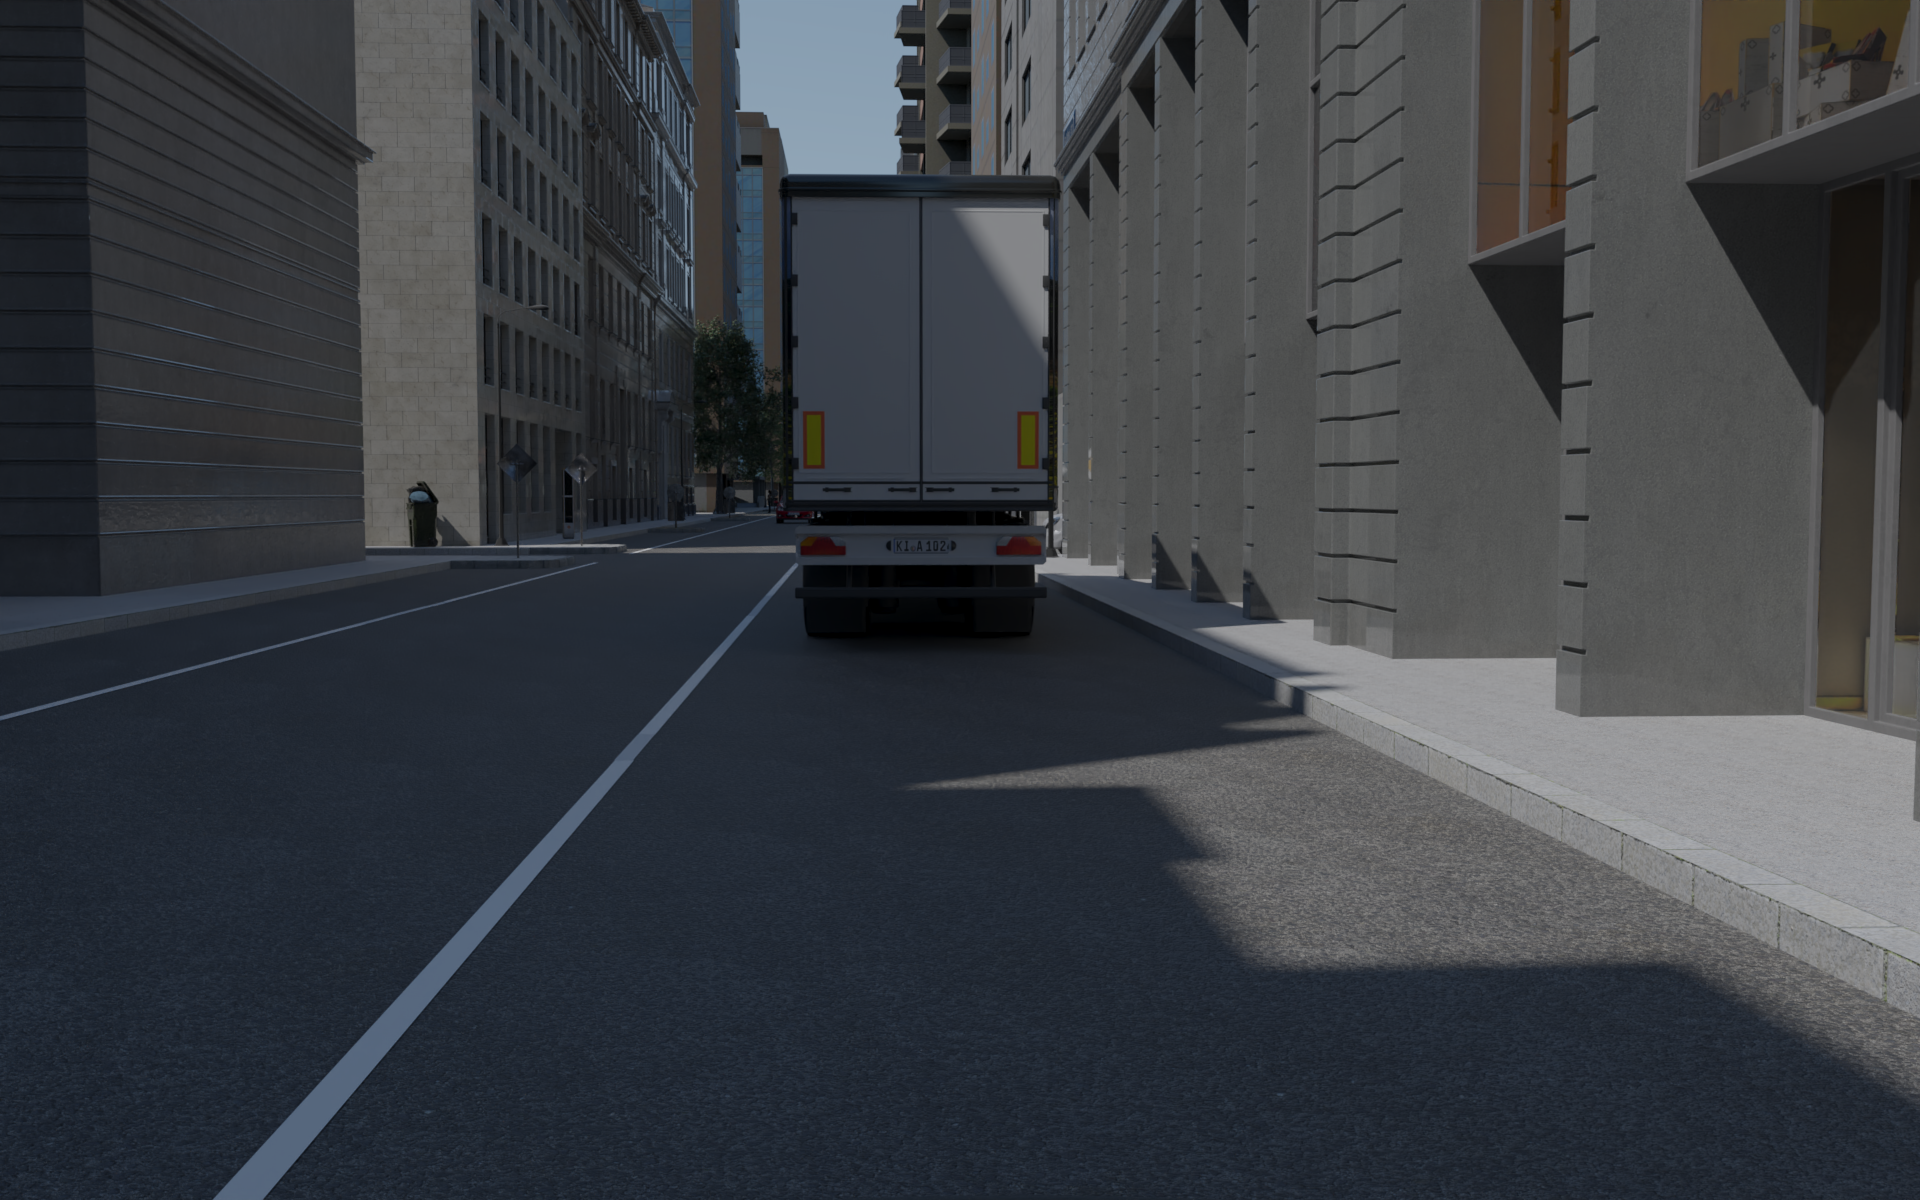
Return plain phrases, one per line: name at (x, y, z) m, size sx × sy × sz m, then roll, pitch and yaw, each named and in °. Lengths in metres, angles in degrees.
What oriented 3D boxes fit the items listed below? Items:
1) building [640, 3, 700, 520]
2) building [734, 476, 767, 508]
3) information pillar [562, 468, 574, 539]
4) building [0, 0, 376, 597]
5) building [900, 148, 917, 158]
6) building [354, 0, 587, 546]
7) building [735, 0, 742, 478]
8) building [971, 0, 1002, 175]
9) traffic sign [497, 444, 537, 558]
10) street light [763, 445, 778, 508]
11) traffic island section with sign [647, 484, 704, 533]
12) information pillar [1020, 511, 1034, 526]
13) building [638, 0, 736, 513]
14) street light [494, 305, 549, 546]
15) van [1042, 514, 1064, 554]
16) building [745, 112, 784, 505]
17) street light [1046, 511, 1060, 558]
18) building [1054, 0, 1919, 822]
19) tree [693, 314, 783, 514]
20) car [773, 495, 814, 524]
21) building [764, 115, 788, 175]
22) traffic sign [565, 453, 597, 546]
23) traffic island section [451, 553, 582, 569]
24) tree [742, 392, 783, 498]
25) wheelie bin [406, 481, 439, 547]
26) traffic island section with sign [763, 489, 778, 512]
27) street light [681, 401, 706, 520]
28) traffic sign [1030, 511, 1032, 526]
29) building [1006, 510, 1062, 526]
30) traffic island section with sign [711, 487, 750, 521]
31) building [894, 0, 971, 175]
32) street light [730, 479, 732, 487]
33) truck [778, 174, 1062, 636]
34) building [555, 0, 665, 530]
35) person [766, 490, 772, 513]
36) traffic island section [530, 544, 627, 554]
building at (-21.544, -18.812, 93.483) m, size 13.634 × 28.700 × 20.117 m, roll 0°, pitch 4°, yaw -3°
building at (-35.629, -29.230, 169.790) m, size 32.217 × 40.220 × 23.993 m, roll 0°, pitch 4°, yaw -3°
information pillar at (-11.229, -2.759, 49.609) m, size 0.304 × 2.012 × 0.304 m, roll -1°, pitch 4°, yaw -20°
building at (-22.642, -11.280, 26.231) m, size 24.055 × 21.916 × 13.314 m, roll 0°, pitch 4°, yaw -3°
building at (3.432, -36.651, 218.846) m, size 23.786 × 49.044 × 30.456 m, roll 0°, pitch 4°, yaw -3°
building at (-17.492, -11.949, 50.115) m, size 10.420 × 20.320 × 16.860 m, roll 0°, pitch 4°, yaw -3°
building at (-32.323, -33.906, 143.605) m, size 28.713 × 52.752 × 27.495 m, roll 0°, pitch 4°, yaw -3°
building at (7.821, -25.779, 71.603) m, size 14.600 × 45.320 × 14.200 m, roll 0°, pitch 4°, yaw -3°
traffic sign at (-8.841, -1.893, 34.598) m, size 0.795 × 2.450 × 0.064 m, roll 0°, pitch 4°, yaw -3°
street light at (-17.878, -11.693, 163.715) m, size 1.470 × 5.913 × 1.316 m, roll 0°, pitch 4°, yaw -3°
traffic island section with sign at (-10.659, -3.456, 65.129) m, size 1.989 × 1.847 × 2.006 m, roll 0°, pitch 4°, yaw -3°
information pillar at (1.636, -2.317, 42.369) m, size 0.304 × 2.012 × 0.304 m, roll 1°, pitch 4°, yaw 16°
building at (-23.375, -28.954, 123.508) m, size 14.600 × 45.320 × 14.200 m, roll 0°, pitch 4°, yaw -3°
street light at (-10.791, -4.290, 42.678) m, size 1.470 × 5.913 × 1.316 m, roll 0°, pitch 4°, yaw -3°
van at (3.802, -1.920, 38.411) m, size 4.112 × 2.044 × 2.013 m, roll 0°, pitch 4°, yaw -2°
building at (-28.108, -34.056, 206.919) m, size 14.600 × 45.320 × 14.200 m, roll 0°, pitch 4°, yaw -3°
street light at (1.297, -3.810, 34.830) m, size 1.470 × 5.913 × 1.316 m, roll 0°, pitch 4°, yaw -3°
building at (8.311, -14.835, 20.042) m, size 11.434 × 29.767 × 29.804 m, roll 0°, pitch 4°, yaw -3°
tree at (-15.377, -11.832, 110.456) m, size 9.611 × 12.733 × 9.660 m, roll 0°, pitch 3°, yaw 0°
car at (-8.124, -4.684, 85.625) m, size 2.155 × 1.783 × 4.494 m, roll 0°, pitch 4°, yaw -3°
building at (-33.220, -36.741, 224.420) m, size 21.300 × 48.544 × 21.600 m, roll 0°, pitch 4°, yaw -3°
traffic sign at (-9.306, -2.381, 42.569) m, size 0.795 × 2.450 × 0.064 m, roll 0°, pitch 4°, yaw -3°
traffic island section at (-8.864, -0.757, 34.658) m, size 2.009 × 0.180 × 2.903 m, roll 0°, pitch 4°, yaw -3°
tree at (-21.230, -16.791, 192.655) m, size 7.486 × 12.596 × 7.792 m, roll 0°, pitch 3°, yaw 0°
wheelie bin at (-13.014, -2.079, 41.892) m, size 0.693 × 1.594 × 0.980 m, roll -2°, pitch 4°, yaw -32°
traffic island section with sign at (-15.133, -8.141, 141.740) m, size 1.989 × 1.847 × 2.006 m, roll 0°, pitch 4°, yaw -3°
street light at (-13.287, -6.946, 86.107) m, size 1.470 × 5.913 × 1.316 m, roll 0°, pitch 4°, yaw -3°
traffic sign at (1.437, -1.929, 35.175) m, size 0.795 × 2.450 × 0.064 m, roll 0°, pitch 4°, yaw -3°
building at (12.206, -37.423, 50.112) m, size 20.611 × 71.187 × 20.563 m, roll 0°, pitch 4°, yaw -3°
traffic island section with sign at (-12.246, -5.124, 92.405) m, size 1.989 × 1.847 × 2.006 m, roll 0°, pitch 4°, yaw -3°
building at (7.253, -27.471, 103.778) m, size 22.147 × 44.769 × 28.867 m, roll 0°, pitch 4°, yaw -3°
street light at (-15.236, -8.971, 119.211) m, size 1.470 × 5.913 × 1.316 m, roll 0°, pitch 4°, yaw -3°
truck at (-0.527, -1.952, 20.827) m, size 2.839 × 4.237 × 11.283 m, roll 0°, pitch 4°, yaw -2°
building at (-19.656, -16.744, 71.028) m, size 12.463 × 27.353 × 25.104 m, roll 0°, pitch 4°, yaw -3°
person at (-14.359, -7.371, 129.731) m, size 0.721 × 1.735 × 1.217 m, roll 0°, pitch 4°, yaw 2°
traffic island section at (-9.329, -1.245, 42.630) m, size 2.009 × 0.180 × 2.903 m, roll 0°, pitch 4°, yaw -3°
